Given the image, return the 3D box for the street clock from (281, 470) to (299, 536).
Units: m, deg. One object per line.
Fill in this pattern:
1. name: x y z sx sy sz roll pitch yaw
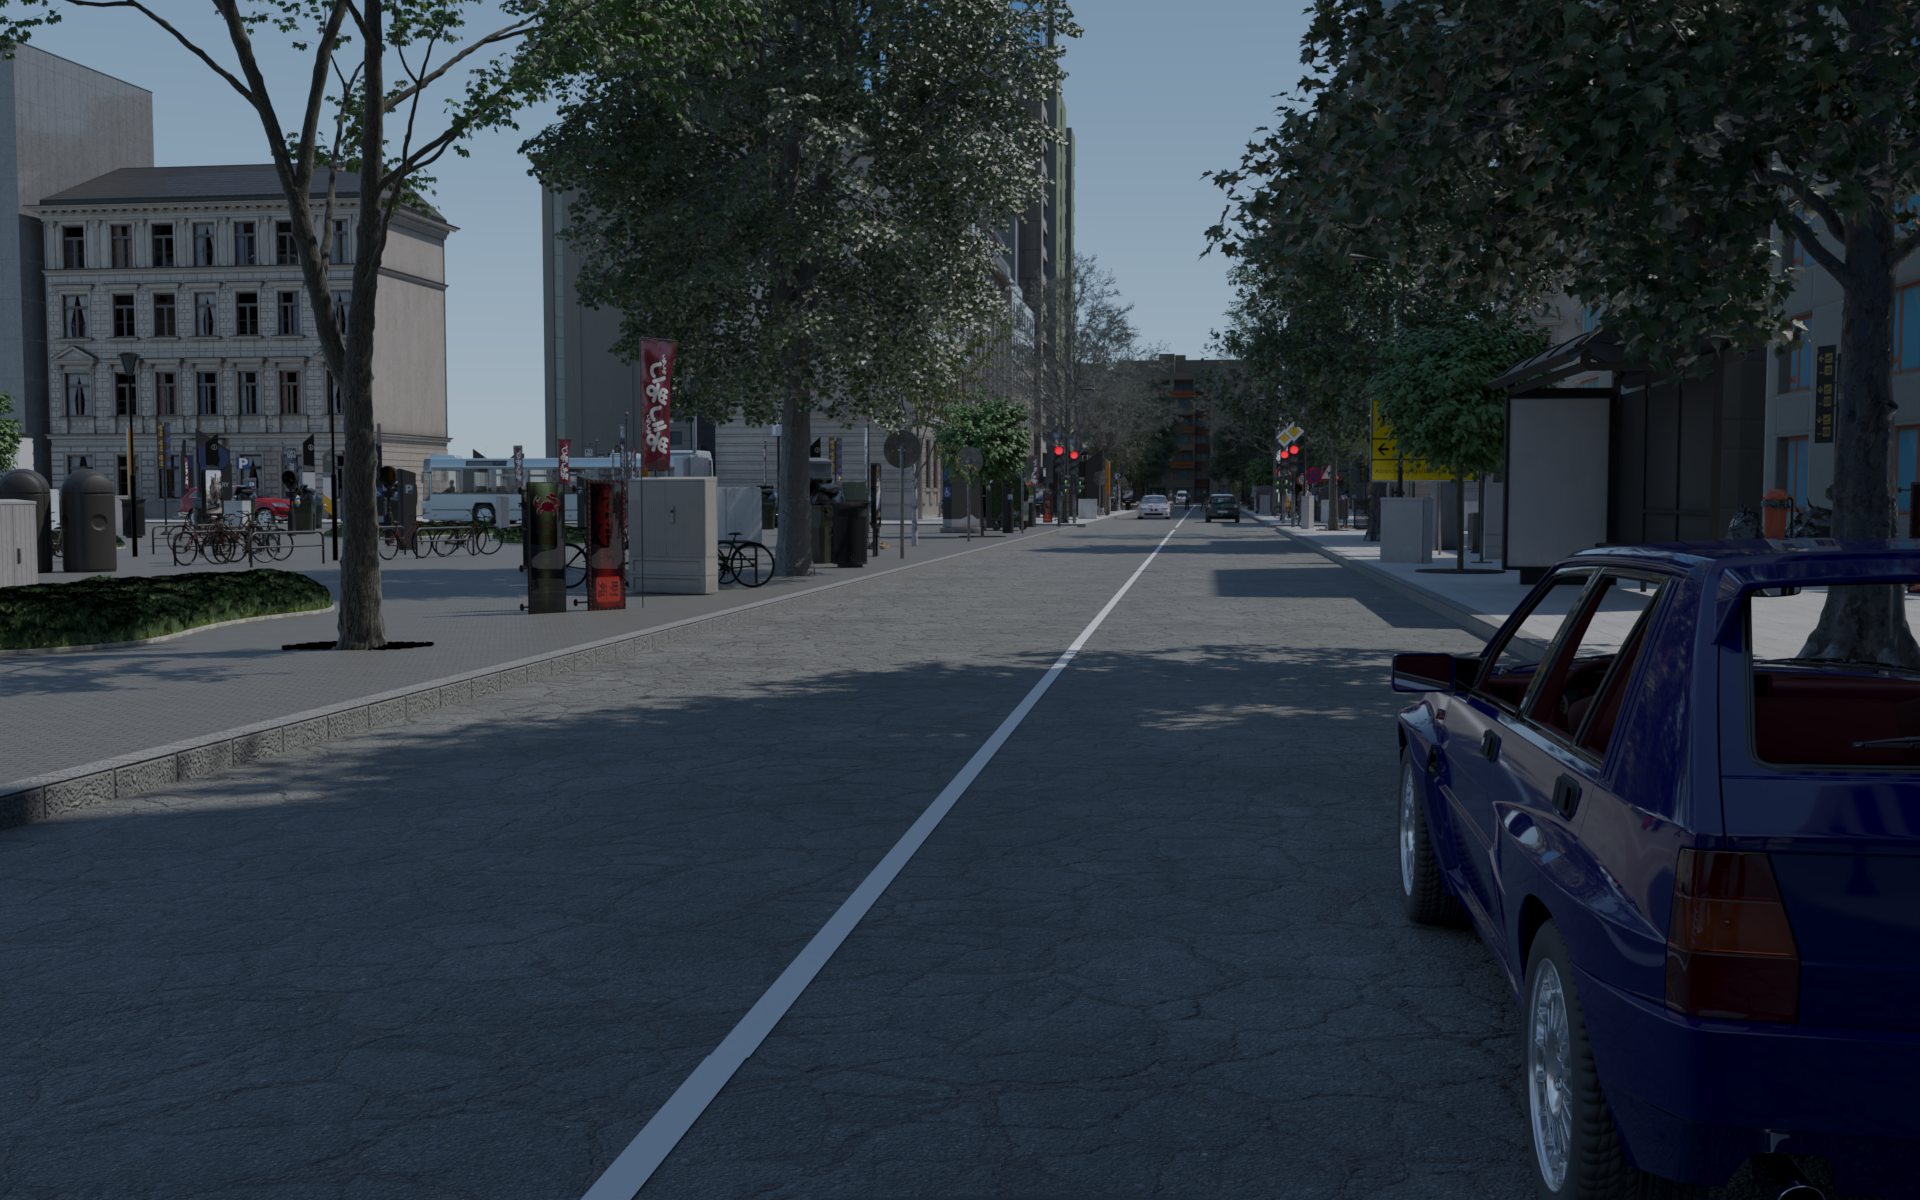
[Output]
1. street clock: -20.464 -2.961 52.983 0.471 2.002 0.358 1 4 9

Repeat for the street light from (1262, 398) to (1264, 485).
1. street light: 15.042 -6.795 83.634 1.470 5.913 1.316 0 4 8

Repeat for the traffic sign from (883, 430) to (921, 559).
1. traffic sign: -1.151 -2.095 34.366 0.768 2.556 0.104 1 4 10

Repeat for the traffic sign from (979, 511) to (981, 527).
1. traffic sign: 0.657 -3.561 58.334 0.768 2.556 0.104 1 4 11

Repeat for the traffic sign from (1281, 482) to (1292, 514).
1. traffic sign: 21.269 -6.890 112.653 0.884 2.594 0.081 1 4 14

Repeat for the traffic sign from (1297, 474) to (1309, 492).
1. traffic sign: 21.338 -6.581 107.703 0.768 2.556 0.104 1 4 16

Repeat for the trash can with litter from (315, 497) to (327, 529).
1. trash can with litter: -23.726 -3.194 63.614 0.624 1.170 1.055 0 3 0

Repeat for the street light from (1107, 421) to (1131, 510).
1. street light: 9.782 -8.324 108.638 1.470 5.913 1.316 0 4 8

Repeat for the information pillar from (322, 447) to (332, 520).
1. information pillar: -31.620 -5.831 86.694 0.504 3.616 0.183 0 4 -2

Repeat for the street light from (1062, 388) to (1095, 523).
1. street light: 5.185 -6.319 75.858 1.470 5.913 1.316 0 4 8

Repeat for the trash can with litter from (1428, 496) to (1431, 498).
1. trash can with litter: 22.431 -4.374 82.575 1.678 1.210 2.233 -3 5 -42

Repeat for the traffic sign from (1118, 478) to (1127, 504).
1. traffic sign: 12.675 -8.258 135.122 0.768 2.556 0.104 1 4 9

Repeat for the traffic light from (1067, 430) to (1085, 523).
1. traffic light: 5.039 -5.325 75.988 0.839 4.253 0.868 0 4 8

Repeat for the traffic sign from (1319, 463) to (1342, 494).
1. traffic sign: 14.343 -4.109 67.181 0.884 2.594 0.081 1 4 13

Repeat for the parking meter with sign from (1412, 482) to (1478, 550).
1. parking meter with sign: 11.164 -2.648 39.559 1.738 3.016 0.543 0 4 -5

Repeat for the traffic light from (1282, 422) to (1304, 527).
1. traffic light: 12.849 -4.766 66.842 0.839 4.253 0.868 0 4 8

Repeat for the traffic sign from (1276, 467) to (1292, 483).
1. traffic sign: 14.707 -4.796 78.517 0.768 2.556 0.104 1 4 17

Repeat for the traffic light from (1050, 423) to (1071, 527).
1. traffic light: 3.924 -4.842 68.081 0.839 4.253 0.868 0 4 8

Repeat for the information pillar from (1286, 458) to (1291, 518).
1. information pillar: 17.839 -6.273 93.923 0.183 3.616 0.504 -1 4 -15

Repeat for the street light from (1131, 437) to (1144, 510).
1. street light: 14.531 -10.381 142.273 1.470 5.913 1.316 0 4 8

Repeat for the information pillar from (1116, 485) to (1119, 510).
1. information pillar: 12.599 -8.159 137.891 0.304 2.012 0.304 0 4 1

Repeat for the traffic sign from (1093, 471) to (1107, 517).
1. traffic sign: 7.773 -5.889 96.393 0.768 2.556 0.104 1 4 14

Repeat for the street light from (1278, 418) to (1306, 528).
1. street light: 12.666 -5.739 66.366 1.470 5.913 1.316 0 4 8

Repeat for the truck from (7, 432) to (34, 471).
1. truck: -48.213 -5.520 79.157 11.283 4.237 2.839 0 4 7

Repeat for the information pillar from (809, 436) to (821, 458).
1. information pillar: -5.871 -4.831 70.340 0.504 3.616 0.183 -2 4 -26

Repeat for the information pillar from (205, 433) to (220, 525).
1. information pillar: -28.517 -4.572 66.100 0.504 3.616 0.183 -2 4 -31

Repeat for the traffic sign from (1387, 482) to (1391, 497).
1. traffic sign: 9.763 -2.403 39.391 0.768 2.556 0.104 1 4 10

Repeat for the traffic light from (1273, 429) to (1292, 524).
1. traffic light: 13.965 -5.249 74.749 0.839 4.253 0.868 0 4 8

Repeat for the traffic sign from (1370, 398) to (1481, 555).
1. traffic sign: 9.764 -2.598 36.354 2.265 3.308 0.079 1 4 13

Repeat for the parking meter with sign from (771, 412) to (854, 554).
1. parking meter with sign: -3.043 -2.450 36.318 1.738 3.016 0.543 -2 4 -30

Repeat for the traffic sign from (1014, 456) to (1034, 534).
1. traffic sign: 2.024 -3.427 56.138 0.768 2.556 0.104 1 4 10

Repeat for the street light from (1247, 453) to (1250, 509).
1. street light: 19.788 -8.798 116.393 1.470 5.913 1.316 0 4 8

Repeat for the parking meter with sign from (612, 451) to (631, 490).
1. parking meter with sign: -13.720 -4.497 69.788 0.543 3.016 1.738 1 4 15

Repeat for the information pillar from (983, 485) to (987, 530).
1. information pillar: 0.731 -3.460 61.055 0.304 2.012 0.304 3 4 37

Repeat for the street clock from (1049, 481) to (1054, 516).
1. street clock: 5.313 -5.815 99.647 0.358 2.002 0.471 2 4 35

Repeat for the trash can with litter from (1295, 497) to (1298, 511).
1. trash can with litter: 24.921 -7.141 128.149 1.055 1.170 0.624 -2 4 -27

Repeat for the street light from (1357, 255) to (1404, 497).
1. street light: 8.004 -3.734 33.595 1.470 5.913 1.316 0 4 8

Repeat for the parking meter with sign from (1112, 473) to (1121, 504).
1. parking meter with sign: 12.780 -8.946 142.527 0.543 3.016 1.738 1 4 19

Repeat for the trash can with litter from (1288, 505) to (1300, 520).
1. trash can with litter: 17.418 -4.675 87.494 1.678 1.210 2.233 2 4 28

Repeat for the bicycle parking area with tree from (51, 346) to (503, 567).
1. bicycle parking area with tree: -14.352 -2.898 34.384 8.231 4.147 9.016 3 4 36

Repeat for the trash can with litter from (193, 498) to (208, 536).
1. trash can with litter: -22.820 -2.511 52.442 0.624 1.170 1.055 -3 4 -38

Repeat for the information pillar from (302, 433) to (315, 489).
1. information pillar: -24.928 -4.586 66.337 0.183 3.616 0.504 3 5 41

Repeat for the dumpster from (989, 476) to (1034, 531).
1. dumpster: 1.785 -3.601 61.363 1.502 2.255 1.985 0 4 8

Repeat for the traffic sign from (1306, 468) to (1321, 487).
1. traffic sign: 17.030 -5.105 83.568 0.768 2.556 0.104 1 4 13

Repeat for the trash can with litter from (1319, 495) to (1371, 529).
1. trash can with litter: 14.629 -3.351 65.840 1.678 1.210 2.233 0 4 1

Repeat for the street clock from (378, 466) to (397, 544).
1. street clock: -14.778 -2.461 44.811 0.471 2.002 0.358 0 4 2

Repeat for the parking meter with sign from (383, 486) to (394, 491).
1. parking meter with sign: -28.287 -5.461 85.549 1.738 3.016 0.543 -1 4 -22

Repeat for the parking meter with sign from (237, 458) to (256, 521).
1. parking meter with sign: -33.726 -5.254 82.164 0.543 3.016 1.738 -3 5 -39

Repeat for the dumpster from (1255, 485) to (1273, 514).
1. dumpster: 19.679 -6.478 111.678 1.264 1.857 1.865 0 4 8

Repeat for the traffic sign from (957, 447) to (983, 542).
1. traffic sign: 0.236 -2.846 46.645 0.768 2.556 0.104 1 4 15
